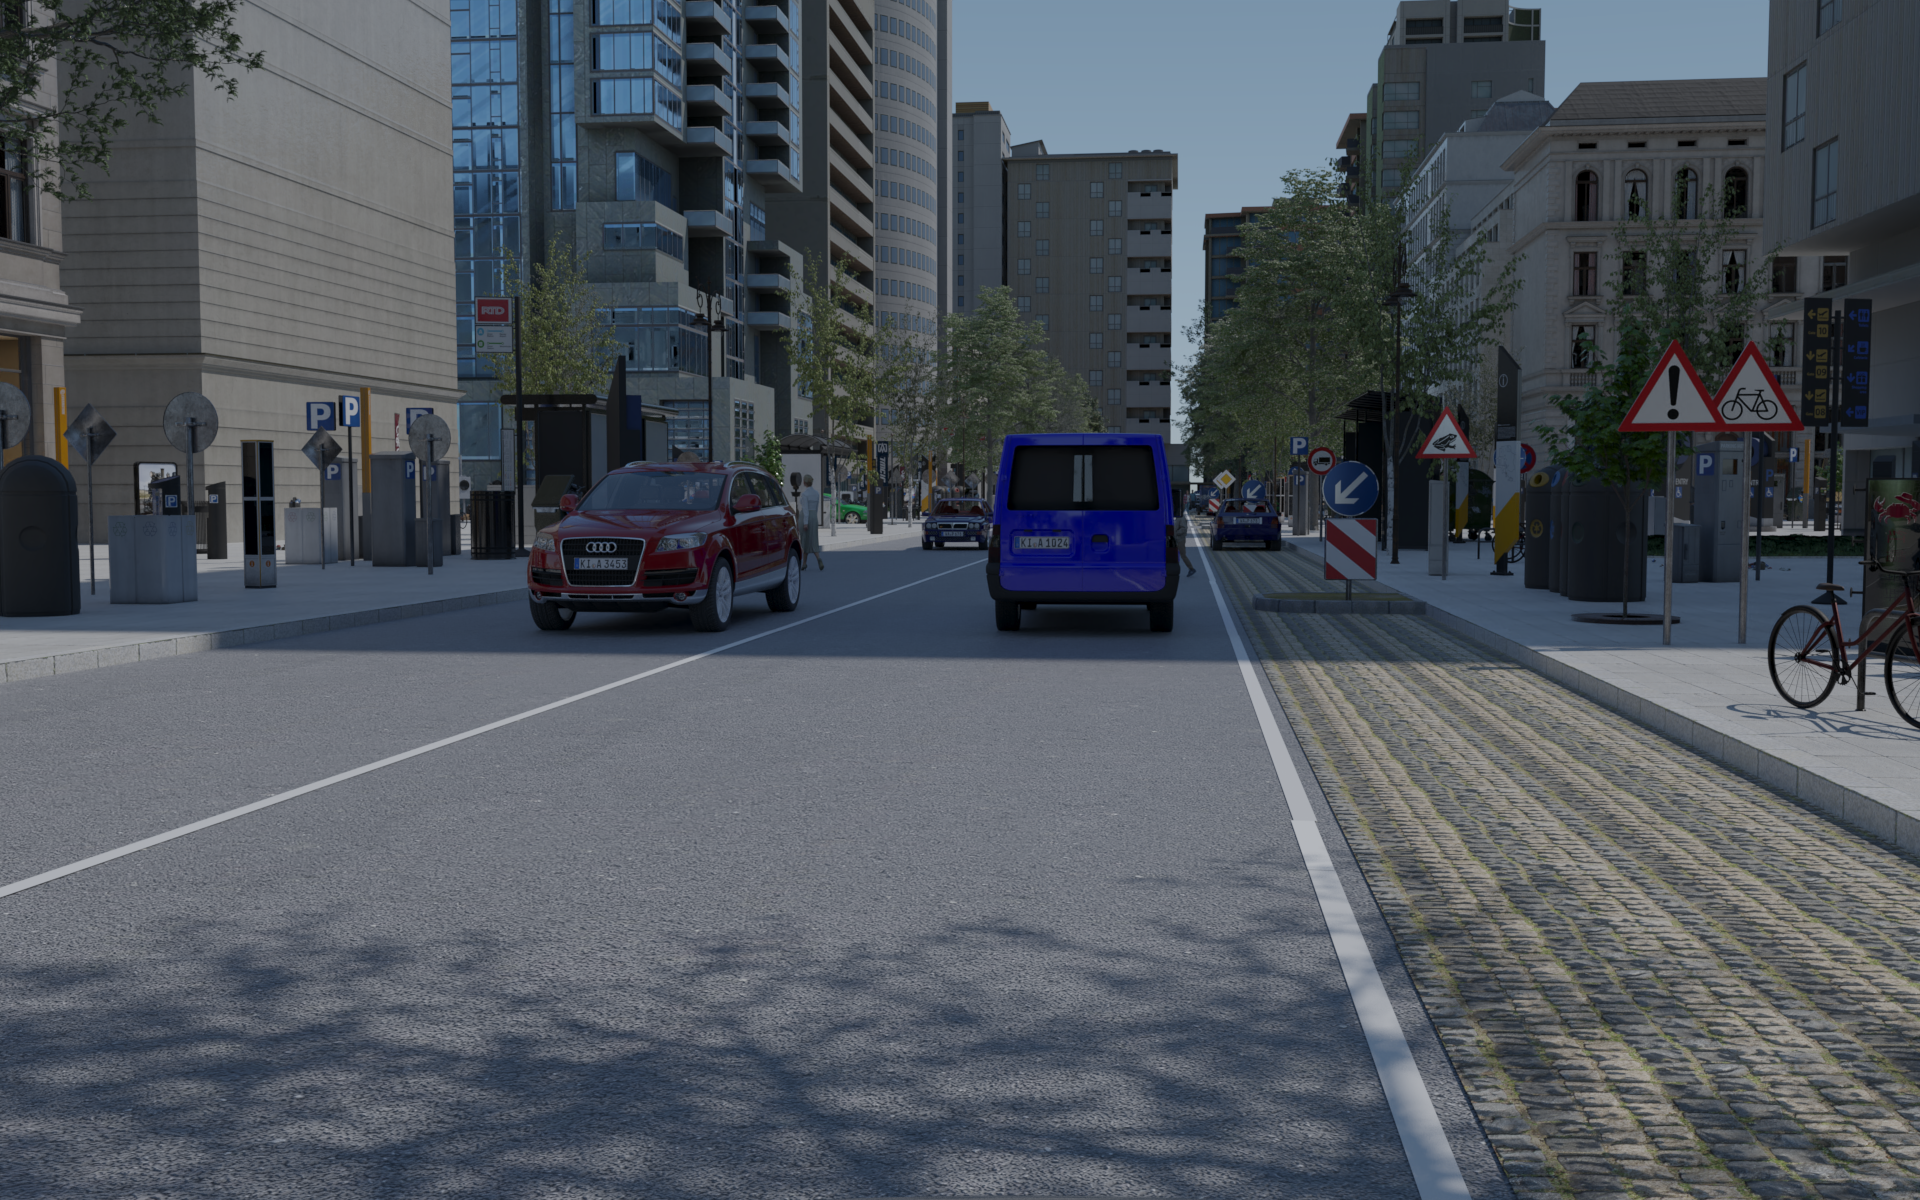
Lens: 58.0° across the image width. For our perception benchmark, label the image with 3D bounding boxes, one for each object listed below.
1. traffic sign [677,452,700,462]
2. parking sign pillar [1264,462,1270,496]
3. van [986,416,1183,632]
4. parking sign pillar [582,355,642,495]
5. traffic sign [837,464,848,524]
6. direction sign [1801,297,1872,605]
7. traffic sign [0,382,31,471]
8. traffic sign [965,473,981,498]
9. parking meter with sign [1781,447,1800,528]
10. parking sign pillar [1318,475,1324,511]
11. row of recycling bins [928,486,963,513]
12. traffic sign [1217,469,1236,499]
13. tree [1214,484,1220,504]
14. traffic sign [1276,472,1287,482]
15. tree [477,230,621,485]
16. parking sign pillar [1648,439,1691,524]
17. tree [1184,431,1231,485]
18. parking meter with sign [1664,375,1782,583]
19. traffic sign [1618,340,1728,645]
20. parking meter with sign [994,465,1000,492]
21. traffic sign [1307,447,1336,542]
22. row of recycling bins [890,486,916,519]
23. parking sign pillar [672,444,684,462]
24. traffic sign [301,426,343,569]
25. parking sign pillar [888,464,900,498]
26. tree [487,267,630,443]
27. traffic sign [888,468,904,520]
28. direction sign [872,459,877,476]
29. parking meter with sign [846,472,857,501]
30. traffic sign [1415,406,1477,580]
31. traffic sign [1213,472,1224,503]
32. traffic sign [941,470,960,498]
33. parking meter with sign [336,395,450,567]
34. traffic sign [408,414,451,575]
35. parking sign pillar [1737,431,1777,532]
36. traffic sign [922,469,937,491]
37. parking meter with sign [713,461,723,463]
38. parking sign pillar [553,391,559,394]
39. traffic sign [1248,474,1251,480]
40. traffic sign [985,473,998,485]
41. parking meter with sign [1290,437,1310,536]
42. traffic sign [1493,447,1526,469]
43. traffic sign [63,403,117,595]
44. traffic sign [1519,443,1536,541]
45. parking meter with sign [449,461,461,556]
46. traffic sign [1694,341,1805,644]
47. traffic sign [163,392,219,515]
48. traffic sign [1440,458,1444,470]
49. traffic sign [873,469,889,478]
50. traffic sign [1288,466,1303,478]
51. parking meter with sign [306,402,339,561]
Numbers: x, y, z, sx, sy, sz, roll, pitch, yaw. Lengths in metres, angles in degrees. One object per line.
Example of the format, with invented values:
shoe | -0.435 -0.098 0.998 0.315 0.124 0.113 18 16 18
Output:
traffic sign | -8.145 -3.169 51.911 0.768 2.556 0.104 1 4 11
parking sign pillar | 20.272 -7.717 114.643 1.447 3.967 1.447 1 4 12
van | 1.465 -0.939 19.732 2.240 2.365 5.245 0 4 6
parking sign pillar | -6.684 -2.809 34.395 1.447 3.967 1.447 -1 4 -22
traffic sign | -5.136 -4.496 73.614 0.768 2.556 0.104 1 4 13
direction sign | 10.148 -1.720 20.114 0.876 3.537 0.379 -1 4 -12
traffic sign | -10.891 -1.196 19.660 0.768 2.556 0.104 1 4 9
traffic sign | 0.601 -4.671 80.006 0.795 2.450 0.064 0 4 7
parking meter with sign | 30.434 -4.198 64.903 1.738 3.016 0.543 0 4 -3
parking sign pillar | 27.282 -8.783 132.078 1.447 3.967 1.447 0 4 2
row of recycling bins | -0.635 -4.846 86.342 1.069 1.692 3.534 2 4 24
traffic sign | 10.850 -4.098 70.644 0.795 2.450 0.064 0 4 7
tree | 33.492 -14.230 227.263 1.663 3.219 1.824 0 3 0
traffic sign | 18.814 -6.222 101.830 0.768 2.556 0.104 1 4 12
tree | -11.813 -6.050 49.280 4.737 8.622 4.395 0 3 0
parking sign pillar | 24.737 -4.453 61.281 1.447 3.967 1.447 -1 4 -18
tree | 31.981 -17.443 219.599 8.767 10.594 7.601 3 4 36
parking meter with sign | 11.074 -1.772 25.240 1.738 3.016 0.543 -2 4 -25
traffic sign | 6.020 -0.898 14.680 0.884 2.594 0.081 1 4 9
parking meter with sign | 2.311 -6.610 104.331 0.543 3.016 1.738 0 4 3
traffic sign | 9.749 -2.850 46.700 0.768 2.556 0.104 1 4 15
row of recycling bins | -3.016 -5.212 92.326 1.069 1.692 3.534 -1 4 -13
parking sign pillar | -14.928 -6.450 93.937 1.447 3.967 1.447 -1 4 -16
traffic sign | -10.838 -1.727 29.420 0.795 2.450 0.064 1 4 14
parking sign pillar | -6.055 -10.229 155.708 1.447 3.967 1.447 1 4 18
tree | -12.793 -6.425 55.408 4.360 8.622 3.978 0 3 0
traffic sign | -3.156 -5.246 85.773 0.884 2.594 0.081 1 4 13
direction sign | -5.286 -7.274 110.933 0.876 3.537 0.379 0 4 -6
parking meter with sign | -8.283 -8.373 133.161 0.543 3.016 1.738 -2 4 -28
traffic sign | 7.217 -1.575 25.750 0.884 2.594 0.081 1 4 14
traffic sign | 11.853 -4.583 78.566 0.795 2.450 0.064 0 4 7
traffic sign | -0.402 -4.186 72.084 0.795 2.450 0.064 0 4 7
parking meter with sign | -10.020 -2.101 30.610 1.738 3.016 0.543 1 4 12
traffic sign | -8.435 -1.676 27.514 0.768 2.556 0.104 1 4 16
parking sign pillar | 27.192 -4.329 59.244 1.447 3.967 1.447 -1 4 -21
traffic sign | -1.585 -5.416 88.657 0.768 2.556 0.104 1 4 12
parking meter with sign | -12.912 -5.692 89.318 0.543 3.016 1.738 2 4 25
parking sign pillar | -10.551 -3.439 44.702 1.447 3.967 1.447 -1 4 -11
traffic sign | 18.217 -6.567 107.480 0.768 2.556 0.104 1 4 14
traffic sign | 1.820 -6.195 101.388 0.768 2.556 0.104 0 4 8
parking meter with sign | 10.576 -3.510 53.644 0.543 3.016 1.738 1 4 17
traffic sign | 13.417 -2.585 42.368 0.768 2.556 0.104 1 4 12
traffic sign | -11.040 -1.272 21.990 0.795 2.450 0.064 1 4 14
traffic sign | 14.043 -2.652 43.468 0.768 2.556 0.104 0 4 8
parking meter with sign | -10.828 -2.418 35.800 0.543 3.016 1.738 0 4 4
traffic sign | 6.712 -0.904 14.788 0.884 2.594 0.081 1 4 10
traffic sign | -9.600 -1.315 21.605 0.768 2.556 0.104 1 4 11
traffic sign | 14.327 -3.195 52.339 0.768 2.556 0.104 1 4 12
traffic sign | -3.742 -5.013 82.073 0.768 2.556 0.104 1 4 13
traffic sign | 15.497 -4.879 79.884 0.768 2.556 0.104 1 4 16
parking meter with sign | -11.991 -2.284 33.606 0.543 3.016 1.738 0 4 5
